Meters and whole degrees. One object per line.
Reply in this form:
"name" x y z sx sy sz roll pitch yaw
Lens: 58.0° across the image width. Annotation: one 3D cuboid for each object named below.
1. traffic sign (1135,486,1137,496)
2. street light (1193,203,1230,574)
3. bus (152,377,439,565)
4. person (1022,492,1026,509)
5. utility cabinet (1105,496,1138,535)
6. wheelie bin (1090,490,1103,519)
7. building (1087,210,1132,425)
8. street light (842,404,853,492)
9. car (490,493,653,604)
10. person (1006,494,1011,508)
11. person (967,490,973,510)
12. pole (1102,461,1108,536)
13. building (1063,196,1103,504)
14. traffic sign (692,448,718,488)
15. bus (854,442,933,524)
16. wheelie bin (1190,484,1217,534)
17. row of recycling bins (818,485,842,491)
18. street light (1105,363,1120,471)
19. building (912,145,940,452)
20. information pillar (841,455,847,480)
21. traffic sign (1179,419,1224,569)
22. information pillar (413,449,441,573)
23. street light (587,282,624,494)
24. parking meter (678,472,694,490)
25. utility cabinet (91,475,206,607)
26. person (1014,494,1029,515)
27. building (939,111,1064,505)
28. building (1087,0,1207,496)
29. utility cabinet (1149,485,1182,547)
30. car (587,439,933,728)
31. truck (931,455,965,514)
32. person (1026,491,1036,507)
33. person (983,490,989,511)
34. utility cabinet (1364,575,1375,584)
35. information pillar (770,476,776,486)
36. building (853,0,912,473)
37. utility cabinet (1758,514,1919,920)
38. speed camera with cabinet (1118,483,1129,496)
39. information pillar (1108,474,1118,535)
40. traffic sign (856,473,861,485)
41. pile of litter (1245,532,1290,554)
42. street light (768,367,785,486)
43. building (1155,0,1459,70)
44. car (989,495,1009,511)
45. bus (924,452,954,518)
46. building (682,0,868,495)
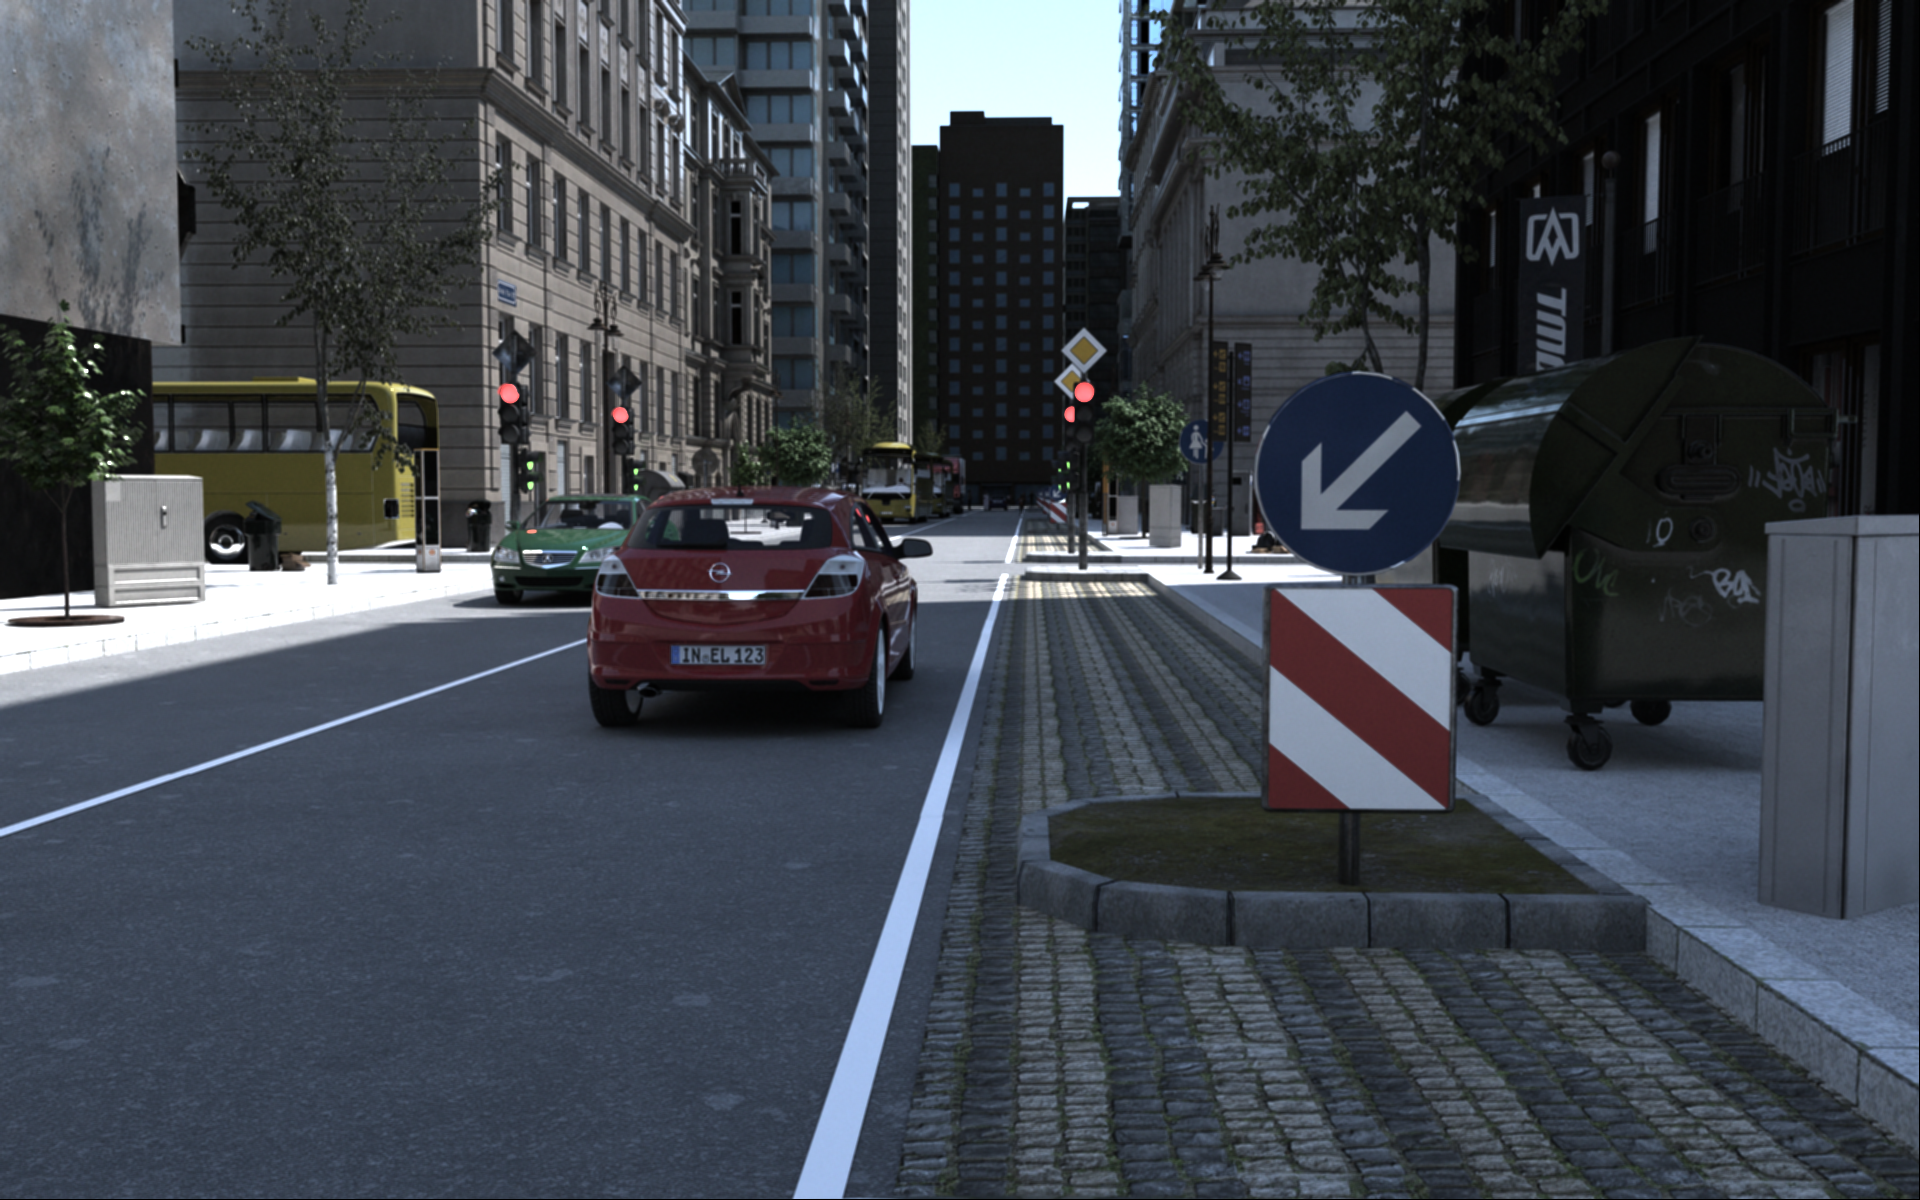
"traffic sign" 5.616 -3.374 55.271 0.768 2.556 0.104 1 4 10
"street light" 4.030 -3.369 27.872 0.468 5.910 1.993 0 4 2
"bus" -16.638 -2.593 33.942 12.252 3.916 2.896 0 4 2
"person" 6.158 -9.541 165.966 0.415 1.643 0.593 0 4 2
"utility cabinet" 5.099 -2.660 54.655 1.020 1.237 0.306 0 4 1
"wheelie bin" 7.071 -4.943 88.724 0.693 1.594 0.980 2 4 30
"building" 19.959 -24.839 177.816 14.160 30.474 14.107 0 4 2
"street light" -5.757 -7.082 88.571 0.468 5.910 1.993 0 4 2
"car" -5.095 -0.755 24.142 2.131 1.459 4.920 0 4 2
"person" 4.985 -10.129 177.292 0.799 1.438 0.628 1 4 22
"person" 0.902 -9.048 156.437 0.705 1.823 1.348 1 4 17
"pole" 4.424 -3.598 52.673 0.158 3.312 0.155 0 3 0
"building" 24.412 -31.874 213.023 23.993 40.220 32.217 0 4 2
"traffic sign" -7.131 -2.954 48.398 0.768 2.556 0.104 1 4 8
"bus" -3.042 -5.757 85.680 2.896 3.916 12.252 0 4 4
"wheelie bin" 7.870 -2.943 56.026 0.980 1.594 0.693 3 4 38
"row of recycling bins" -6.065 -4.535 81.258 1.069 1.692 3.534 0 4 3
"street light" 5.368 -5.389 60.905 0.468 5.910 1.993 0 4 2
"building" -9.133 -31.947 205.923 14.086 41.232 14.154 0 4 2
"information pillar" -6.869 -6.807 102.641 0.504 3.616 0.183 1 4 11
"traffic sign" 4.120 -1.804 29.608 0.768 2.556 0.104 0 4 8
"information pillar" -8.665 -1.449 28.182 0.304 2.012 0.304 -3 5 -42
"street light" -7.715 -3.980 37.865 0.468 5.910 1.993 0 4 2
"parking meter" -7.106 -2.401 44.975 0.399 1.863 0.255 3 4 37
"utility cabinet" -9.302 -0.686 19.895 0.318 1.500 1.173 2 4 35
"person" 4.172 -6.481 117.729 1.065 1.426 0.557 1 4 18
"building" 5.013 -33.975 205.607 14.200 45.320 14.600 0 4 2
"building" 22.994 -51.424 153.456 22.319 86.520 31.000 0 4 2
"utility cabinet" 4.936 -2.013 41.585 0.318 1.500 1.173 -1 4 -19
"car" -1.296 -0.189 12.138 2.155 1.783 4.494 0 4 2
"truck" -1.024 -8.361 125.622 2.839 4.237 11.283 0 4 2
"person" 7.437 -10.499 180.682 1.217 1.766 0.721 -2 4 -32
"person" 2.174 -8.328 145.329 0.551 1.740 0.621 -1 4 -13
"utility cabinet" 5.434 -0.814 21.983 1.173 1.500 0.318 -3 4 -38
"information pillar" -7.125 -3.781 66.319 0.304 2.012 0.304 0 4 -8
"building" -15.694 -45.049 174.801 20.611 71.187 20.563 0 4 2
"utility cabinet" 2.986 0.341 5.583 1.020 1.237 0.306 -2 4 -35
"speed camera with cabinet" 7.202 -5.199 79.334 0.660 3.252 2.038 1 4 21
"information pillar" 4.774 -3.047 54.308 0.304 2.012 0.304 0 4 -3
"traffic sign" -5.680 -6.181 101.163 0.768 2.556 0.104 1 4 8
"pile of litter" 7.065 -1.437 37.468 1.719 0.858 1.176 1 4 16
"street light" -6.688 -5.531 63.216 0.468 5.910 1.993 0 4 2
"building" 27.403 -26.620 127.120 32.217 40.220 23.993 0 4 2
"car" 3.293 -8.511 151.729 1.945 1.354 3.894 0 4 0
"bus" -1.934 -6.942 105.045 2.896 3.916 12.252 0 4 2
"building" -18.686 -31.086 127.872 23.786 49.044 30.456 0 4 2
